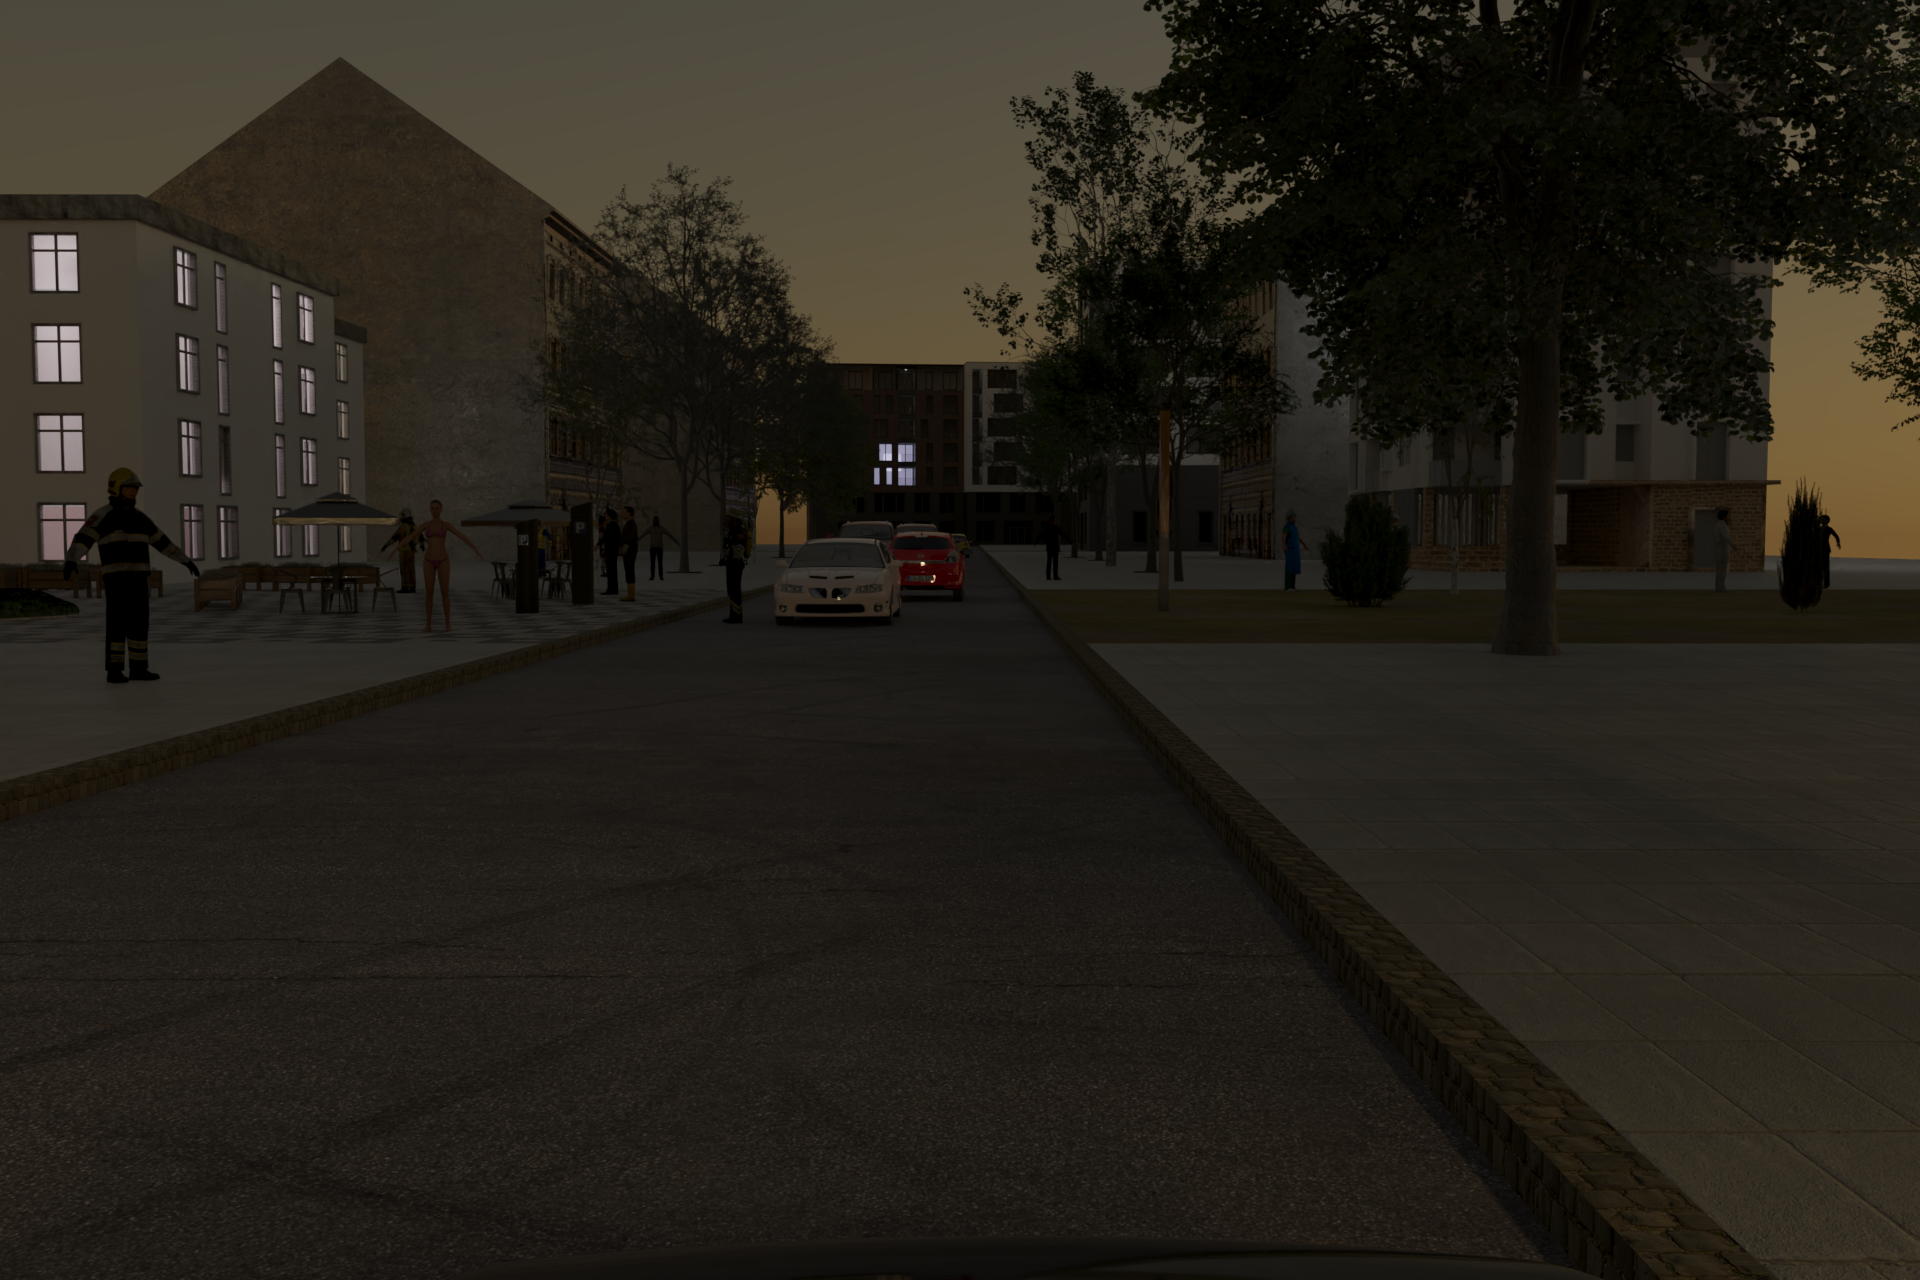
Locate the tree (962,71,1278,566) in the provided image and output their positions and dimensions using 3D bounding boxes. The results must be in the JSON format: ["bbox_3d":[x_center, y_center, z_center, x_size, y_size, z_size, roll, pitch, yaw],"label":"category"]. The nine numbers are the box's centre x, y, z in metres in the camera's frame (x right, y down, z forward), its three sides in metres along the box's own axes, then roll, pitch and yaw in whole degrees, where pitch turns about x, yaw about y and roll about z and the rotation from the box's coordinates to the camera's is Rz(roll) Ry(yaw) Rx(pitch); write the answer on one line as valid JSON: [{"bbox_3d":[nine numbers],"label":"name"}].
[{"bbox_3d":[6.545,-13.070,69.577,12.611,20.169,13.585,0,3,0],"label":"tree"}]

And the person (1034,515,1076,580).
[{"bbox_3d":[2.604,-2.578,48.382,1.346,1.802,0.704,2,4,35],"label":"person"}]

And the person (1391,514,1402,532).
[{"bbox_3d":[12.118,-2.600,48.370,1.347,1.847,0.705,-3,4,-36],"label":"person"}]

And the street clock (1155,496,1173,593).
[{"bbox_3d":[3.877,-1.734,32.923,0.358,2.002,0.471,0,4,0],"label":"street clock"}]

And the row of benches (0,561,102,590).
[{"bbox_3d":[-20.752,-1.440,39.004,1.422,0.672,4.104,1,4,11],"label":"row of benches"}]

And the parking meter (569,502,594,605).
[{"bbox_3d":[-6.878,-1.575,31.463,0.399,1.863,0.255,0,4,1],"label":"parking meter"}]

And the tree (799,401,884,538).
[{"bbox_3d":[-9.045,-12.253,126.093,9.928,11.665,9.643,0,3,0],"label":"tree"}]

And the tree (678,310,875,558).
[{"bbox_3d":[-9.477,-11.138,92.478,12.009,13.543,11.850,0,3,0],"label":"tree"}]

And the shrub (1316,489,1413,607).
[{"bbox_3d":[7.143,-1.624,30.594,1.661,2.075,1.752,0,3,0],"label":"shrub"}]

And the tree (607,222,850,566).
[{"bbox_3d":[-9.613,-9.705,69.048,12.009,13.543,11.850,0,3,0],"label":"tree"}]

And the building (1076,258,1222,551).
[{"bbox_3d":[23.573,-18.398,144.787,27.936,21.610,32.646,0,3,0],"label":"building"}]

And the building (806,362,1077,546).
[{"bbox_3d":[-2.794,-22.684,217.318,32.646,21.610,27.936,0,4,-6],"label":"building"}]

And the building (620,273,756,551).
[{"bbox_3d":[-27.447,-19.121,143.554,19.493,23.208,18.063,0,4,1],"label":"building"}]

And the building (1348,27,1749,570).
[{"bbox_3d":[21.329,-13.120,70.939,16.016,20.090,11.380,0,3,0],"label":"building"}]

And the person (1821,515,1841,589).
[{"bbox_3d":[20.264,-2.083,40.784,0.721,1.740,1.216,-1,4,-18],"label":"person"}]

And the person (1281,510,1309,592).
[{"bbox_3d":[7.390,-1.977,38.456,0.704,1.817,1.347,2,4,33],"label":"person"}]

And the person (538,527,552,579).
[{"bbox_3d":[-12.103,-2.643,49.676,1.216,1.772,0.721,3,4,36],"label":"person"}]

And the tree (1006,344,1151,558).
[{"bbox_3d":[6.226,-10.180,92.204,9.928,11.665,9.643,0,3,0],"label":"tree"}]

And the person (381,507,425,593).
[{"bbox_3d":[-12.042,-1.950,37.652,0.705,1.858,1.354,1,4,22],"label":"person"}]

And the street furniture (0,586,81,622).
[{"bbox_3d":[-16.318,-0.461,23.169,5.734,0.657,10.072,0,4,5],"label":"street furniture"}]

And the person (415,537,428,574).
[{"bbox_3d":[-17.593,-2.993,55.205,1.348,1.796,0.705,0,4,-5],"label":"person"}]

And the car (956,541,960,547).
[{"bbox_3d":[-1.065,-5.031,94.047,2.131,1.459,4.920,0,4,1],"label":"car"}]

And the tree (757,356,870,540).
[{"bbox_3d":[-9.819,-11.783,110.777,7.486,12.596,7.792,0,3,0],"label":"tree"}]

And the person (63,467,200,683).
[{"bbox_3d":[-7.215,-0.566,15.017,0.704,1.858,1.351,2,4,25],"label":"person"}]

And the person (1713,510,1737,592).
[{"bbox_3d":[16.927,-1.969,38.385,0.705,1.806,1.347,1,4,10],"label":"person"}]

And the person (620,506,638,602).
[{"bbox_3d":[-6.325,-1.641,32.961,0.704,1.812,1.346,-1,4,-11],"label":"person"}]

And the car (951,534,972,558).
[{"bbox_3d":[-0.284,-5.817,105.323,2.015,1.641,3.980,0,4,-1],"label":"car"}]

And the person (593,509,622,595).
[{"bbox_3d":[-7.397,-1.861,36.621,0.705,1.806,1.347,1,4,10],"label":"person"}]

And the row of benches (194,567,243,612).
[{"bbox_3d":[-13.041,-0.921,30.526,1.422,0.672,4.104,-1,4,-21],"label":"row of benches"}]

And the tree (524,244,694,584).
[{"bbox_3d":[-9.495,-5.762,44.572,4.360,8.622,3.978,0,3,0],"label":"tree"}]

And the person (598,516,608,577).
[{"bbox_3d":[-10.633,-2.795,51.843,0.704,1.843,1.345,0,4,-6],"label":"person"}]

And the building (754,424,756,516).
[{"bbox_3d":[-26.397,-19.032,167.587,16.016,20.090,11.380,0,4,1],"label":"building"}]

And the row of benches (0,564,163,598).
[{"bbox_3d":[-18.291,-1.192,34.949,4.104,0.672,1.422,0,4,-1],"label":"row of benches"}]

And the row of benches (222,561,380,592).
[{"bbox_3d":[-14.821,-1.446,39.098,4.104,0.672,1.422,1,4,22],"label":"row of benches"}]

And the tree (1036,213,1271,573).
[{"bbox_3d":[6.282,-8.022,56.915,9.928,11.665,9.643,0,3,0],"label":"tree"}]

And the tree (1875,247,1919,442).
[{"bbox_3d":[23.067,-5.474,39.861,4.737,8.622,4.395,0,3,0],"label":"tree"}]

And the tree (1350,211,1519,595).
[{"bbox_3d":[10.636,-5.264,36.426,4.360,8.622,3.978,0,3,0],"label":"tree"}]

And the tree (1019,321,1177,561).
[{"bbox_3d":[6.675,-9.586,82.489,9.928,11.665,9.643,0,3,0],"label":"tree"}]

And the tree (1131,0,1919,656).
[{"bbox_3d":[6.141,-6.829,18.309,9.857,13.997,8.962,0,3,0],"label":"tree"}]

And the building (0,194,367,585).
[{"bbox_3d":[-24.914,-7.023,56.971,9.099,9.664,28.070,0,4,0],"label":"building"}]

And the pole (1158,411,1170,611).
[{"bbox_3d":[3.385,-2.132,28.710,0.158,3.312,0.155,0,3,0],"label":"pole"}]

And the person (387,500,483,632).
[{"bbox_3d":[-6.892,-0.977,22.780,1.217,1.733,0.721,-1,4,-9],"label":"person"}]

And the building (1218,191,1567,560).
[{"bbox_3d":[24.624,-16.038,93.157,19.493,23.208,18.063,0,4,0],"label":"building"}]

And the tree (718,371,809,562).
[{"bbox_3d":[-9.180,-7.827,78.342,4.737,8.622,4.395,0,3,0],"label":"tree"}]

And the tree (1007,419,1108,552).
[{"bbox_3d":[7.121,-11.407,120.910,8.767,10.594,7.601,3,4,37],"label":"tree"}]

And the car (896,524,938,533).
[{"bbox_3d":[-1.597,-3.366,63.704,2.281,1.827,5.304,0,4,0],"label":"car"}]

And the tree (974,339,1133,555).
[{"bbox_3d":[5.975,-12.132,108.729,12.009,13.543,11.850,0,3,0],"label":"tree"}]

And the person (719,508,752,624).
[{"bbox_3d":[-3.658,-1.199,27.837,0.705,1.856,1.354,-1,4,-17],"label":"person"}]

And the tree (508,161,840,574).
[{"bbox_3d":[-9.016,-8.946,56.630,12.009,13.543,11.850,0,3,0],"label":"tree"}]

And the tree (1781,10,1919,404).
[{"bbox_3d":[19.352,-6.508,32.158,9.928,11.665,9.643,0,3,0],"label":"tree"}]

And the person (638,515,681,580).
[{"bbox_3d":[-8.447,-2.572,48.175,1.348,1.813,0.705,0,4,-4],"label":"person"}]

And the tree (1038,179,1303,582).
[{"bbox_3d":[5.594,-6.856,46.506,7.601,10.594,8.767,-1,4,-18],"label":"tree"}]

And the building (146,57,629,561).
[{"bbox_3d":[-28.516,-15.809,89.404,19.493,23.208,18.063,0,3,0],"label":"building"}]

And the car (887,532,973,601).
[{"bbox_3d":[-0.795,-1.794,38.368,2.155,1.783,4.494,0,4,1],"label":"car"}]

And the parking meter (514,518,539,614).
[{"bbox_3d":[-7.015,-1.201,28.043,0.372,1.533,0.369,0,3,0],"label":"parking meter"}]

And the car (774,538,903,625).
[{"bbox_3d":[-1.965,-1.003,28.756,2.083,1.381,4.827,0,4,1],"label":"car"}]

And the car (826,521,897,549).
[{"bbox_3d":[-2.702,-2.562,50.556,2.281,1.827,5.304,0,4,0],"label":"car"}]
